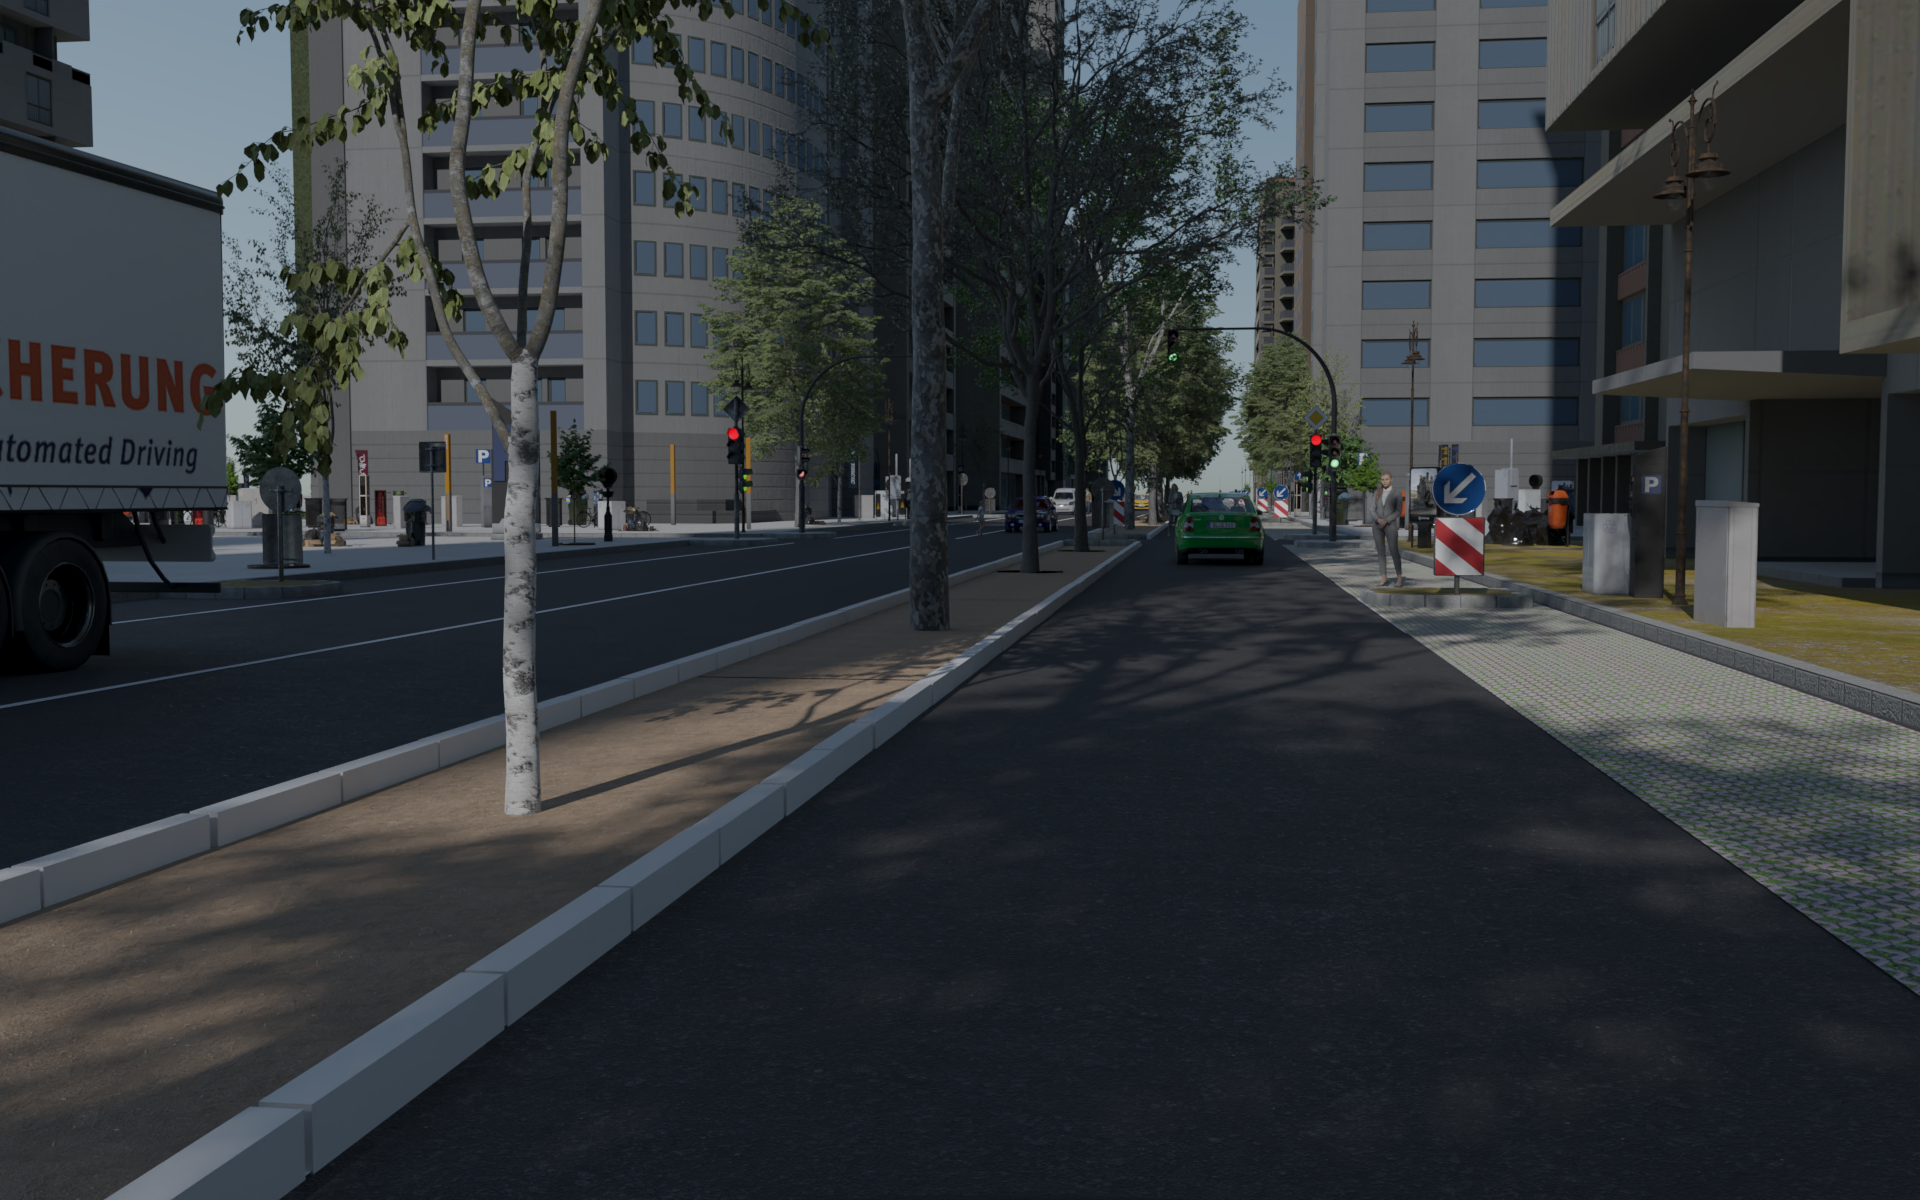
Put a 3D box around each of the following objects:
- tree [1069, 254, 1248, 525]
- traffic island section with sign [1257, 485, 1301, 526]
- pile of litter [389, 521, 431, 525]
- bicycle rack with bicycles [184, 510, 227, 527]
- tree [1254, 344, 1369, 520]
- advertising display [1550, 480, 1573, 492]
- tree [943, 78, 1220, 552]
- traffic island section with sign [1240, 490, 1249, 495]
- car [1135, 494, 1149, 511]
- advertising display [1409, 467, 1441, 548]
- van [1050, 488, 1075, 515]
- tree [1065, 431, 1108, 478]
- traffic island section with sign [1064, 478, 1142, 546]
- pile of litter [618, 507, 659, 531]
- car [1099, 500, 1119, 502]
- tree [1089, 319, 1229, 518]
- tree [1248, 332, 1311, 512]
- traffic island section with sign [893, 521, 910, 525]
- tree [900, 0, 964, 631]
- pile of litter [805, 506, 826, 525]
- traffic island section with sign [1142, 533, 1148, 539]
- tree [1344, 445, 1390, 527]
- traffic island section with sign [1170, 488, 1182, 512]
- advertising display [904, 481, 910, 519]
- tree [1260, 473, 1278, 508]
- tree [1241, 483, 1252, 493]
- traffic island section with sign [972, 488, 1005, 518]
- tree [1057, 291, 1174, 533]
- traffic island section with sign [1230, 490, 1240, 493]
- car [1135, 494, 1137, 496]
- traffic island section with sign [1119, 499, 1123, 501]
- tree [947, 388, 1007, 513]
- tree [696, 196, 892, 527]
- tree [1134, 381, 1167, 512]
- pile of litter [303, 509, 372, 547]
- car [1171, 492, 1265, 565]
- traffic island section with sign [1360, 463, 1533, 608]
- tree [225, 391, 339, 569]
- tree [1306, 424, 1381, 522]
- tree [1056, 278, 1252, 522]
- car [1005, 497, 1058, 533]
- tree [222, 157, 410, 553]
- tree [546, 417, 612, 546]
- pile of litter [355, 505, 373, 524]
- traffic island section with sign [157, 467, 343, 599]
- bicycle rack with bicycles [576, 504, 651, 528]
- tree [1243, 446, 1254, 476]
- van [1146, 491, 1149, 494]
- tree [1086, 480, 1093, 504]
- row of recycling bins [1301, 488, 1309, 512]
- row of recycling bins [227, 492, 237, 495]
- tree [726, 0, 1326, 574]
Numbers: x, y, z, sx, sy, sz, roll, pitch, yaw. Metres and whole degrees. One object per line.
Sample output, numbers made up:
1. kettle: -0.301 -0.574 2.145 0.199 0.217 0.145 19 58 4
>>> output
1. tree: 8.882 -9.668 78.653 7.486 12.596 7.792 0 3 0
2. traffic island section with sign: 14.160 -4.191 77.147 1.989 1.847 2.006 1 4 8
3. pile of litter: -23.089 -3.579 72.484 1.719 0.858 1.176 0 4 -5
4. bicycle rack with bicycles: -28.681 -3.331 67.839 2.925 0.926 2.852 3 5 41
5. tree: 18.034 -8.312 86.264 4.737 8.622 4.395 0 3 0
6. advertising display: 27.148 -4.461 78.157 0.974 1.923 0.123 2 4 33
7. tree: 2.910 -6.995 42.589 9.928 11.665 9.643 0 3 0
8. traffic island section with sign: 17.997 -5.823 103.829 1.989 1.847 2.006 1 4 8
9. car: 15.748 -8.490 149.037 2.015 1.641 3.980 1 4 10
10. advertising display: 10.998 -2.187 40.968 0.123 1.923 0.974 -2 4 -27
11. van: 7.258 -6.900 119.819 2.013 2.044 4.112 1 4 9
12. tree: 14.364 -16.713 207.676 8.767 10.594 7.601 0 4 6
13. traffic island section with sign: 3.934 -2.450 48.190 2.006 1.907 1.989 1 4 8
14. pile of litter: -11.262 -2.813 59.961 1.719 0.858 1.176 2 4 31
15. car: 15.400 -10.170 178.634 2.083 1.381 4.827 1 4 10
16. tree: 13.096 -12.465 112.921 9.857 13.997 8.962 0 3 0
17. tree: 22.661 -12.472 122.039 7.486 12.596 7.792 0 3 0
18. traffic island section with sign: -1.975 -4.366 80.010 1.989 1.847 2.006 1 4 8
19. tree: 0.761 -9.677 16.566 12.611 20.169 13.585 0 3 0
20. pile of litter: -6.238 -3.594 72.720 1.176 0.858 1.719 -1 4 -17
21. traffic island section with sign: 5.000 -2.898 55.521 2.006 1.907 1.989 1 4 8
22. tree: 15.876 -4.477 67.797 1.663 3.219 1.824 0 3 0
23. traffic island section with sign: 15.709 -7.447 129.895 2.006 1.907 1.989 1 4 8
24. advertising display: -2.581 -5.070 88.112 0.123 1.923 0.974 2 4 24
25. tree: 28.747 -10.140 160.385 1.663 3.219 1.824 0 3 0
26. tree: 44.185 -16.683 267.369 1.663 3.219 1.824 0 3 0
27. traffic island section with sign: 1.868 -5.998 106.691 1.989 1.847 2.006 1 4 8
28. tree: 5.396 -6.534 59.655 4.360 8.622 3.978 0 3 0
29. traffic island section with sign: 25.144 -8.855 153.401 1.989 1.847 2.006 1 4 8
30. car: 20.382 -12.048 205.785 1.959 1.807 4.718 1 4 9
31. traffic island section with sign: 24.645 -15.664 264.733 1.989 1.847 2.006 1 4 8
32. tree: 1.463 -10.363 119.803 4.360 8.622 3.978 0 3 0
33. tree: -6.644 -9.099 66.888 7.486 12.596 7.792 0 3 0
34. tree: 10.853 -8.752 95.906 4.737 8.622 4.395 0 3 0
35. pile of litter: -15.573 -1.739 42.395 1.719 0.858 1.176 1 4 15
36. car: 5.449 -1.703 36.644 1.959 1.807 4.718 0 4 6
37. traffic island section with sign: 6.294 -0.856 22.624 1.989 1.847 2.006 1 4 8
38. tree: -11.982 -2.171 30.101 1.663 3.219 1.824 0 3 0
39. tree: 18.044 -5.974 81.388 4.285 4.588 4.351 0 3 0
40. tree: 9.805 -10.261 87.238 9.611 12.733 9.660 0 3 0
41. car: 2.723 -3.254 65.789 1.945 1.354 3.894 1 4 9
42. tree: -13.901 -5.306 37.108 4.360 8.622 3.978 0 3 0
43. tree: -9.597 -3.000 43.645 1.663 3.219 1.824 0 3 0
44. pile of litter: -25.454 -3.606 72.917 1.176 0.858 1.719 3 4 39
45. traffic island section with sign: -9.956 -0.980 24.645 1.989 1.847 2.006 1 4 8
46. bicycle rack with bicycles: -13.122 -3.215 65.955 2.925 0.926 2.852 -1 4 -16
47. tree: 37.339 -16.280 216.545 4.737 8.622 4.395 0 3 0
48. van: 22.675 -12.116 205.102 2.013 2.044 4.112 0 4 7
49. tree: 17.843 -14.601 233.321 1.663 3.219 1.824 0 3 0
50. row of recycling bins: 24.900 -7.236 125.413 1.069 1.692 3.534 1 4 9
51. row of recycling bins: -47.526 -6.570 114.528 1.069 1.692 3.534 2 4 28
52. tree: 1.258 -7.234 31.099 12.009 13.543 11.850 0 3 0
